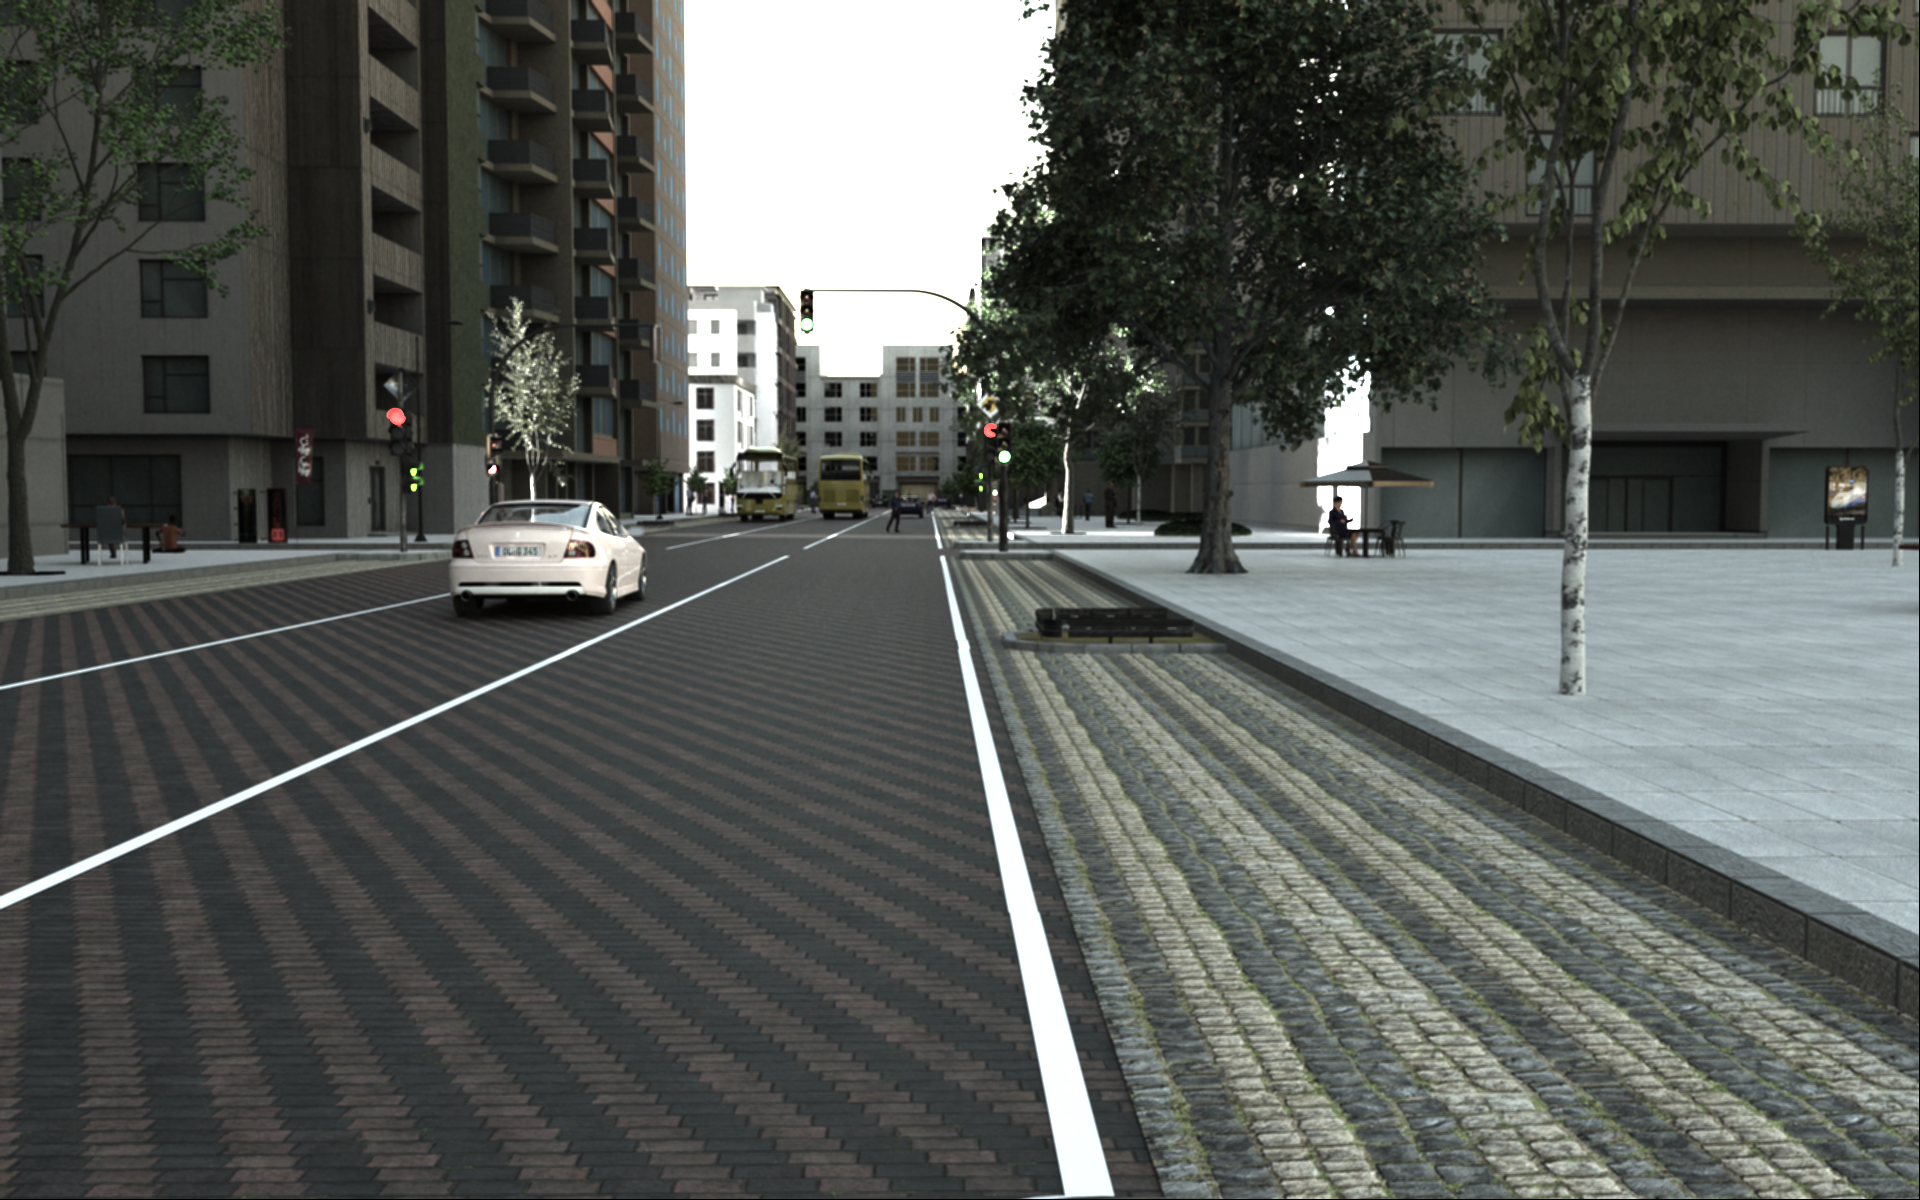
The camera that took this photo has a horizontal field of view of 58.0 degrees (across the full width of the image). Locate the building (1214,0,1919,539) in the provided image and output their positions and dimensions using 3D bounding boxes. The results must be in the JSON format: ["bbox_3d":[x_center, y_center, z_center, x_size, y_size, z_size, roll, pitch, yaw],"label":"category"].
[{"bbox_3d":[23.986,-28.770,59.633,27.495,52.752,28.713,0,4,-1],"label":"building"}]

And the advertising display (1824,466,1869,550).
[{"bbox_3d":[20.416,-2.122,39.904,0.974,1.923,0.123,0,4,-4],"label":"advertising display"}]

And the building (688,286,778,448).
[{"bbox_3d":[-24.315,-18.278,155.258,16.016,20.091,11.380,0,4,-1],"label":"building"}]

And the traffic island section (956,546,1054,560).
[{"bbox_3d":[0.987,-1.005,38.707,2.009,0.180,2.903,0,4,-1],"label":"traffic island section"}]

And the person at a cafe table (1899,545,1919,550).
[{"bbox_3d":[11.405,-0.618,18.623,1.698,1.524,1.622,-2,4,-26],"label":"person at a cafe table"}]

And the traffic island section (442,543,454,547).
[{"bbox_3d":[-12.519,-1.478,46.450,2.009,0.180,2.903,0,4,-1],"label":"traffic island section"}]

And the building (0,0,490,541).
[{"bbox_3d":[-23.100,-17.147,52.061,14.160,30.474,14.107,0,4,-1],"label":"building"}]

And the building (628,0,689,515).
[{"bbox_3d":[-25.464,-28.206,111.281,14.600,45.320,14.200,0,4,-1],"label":"building"}]

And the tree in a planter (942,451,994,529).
[{"bbox_3d":[0.381,-4.528,71.255,1.991,3.239,1.994,0,4,-1],"label":"tree in a planter"}]

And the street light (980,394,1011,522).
[{"bbox_3d":[1.640,-6.591,80.302,1.470,5.913,1.316,0,4,-1],"label":"street light"}]

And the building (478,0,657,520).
[{"bbox_3d":[-26.564,-26.078,80.999,22.147,44.769,28.867,0,4,-1],"label":"building"}]

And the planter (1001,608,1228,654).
[{"bbox_3d":[1.393,0.288,16.432,1.991,0.319,1.994,0,4,-1],"label":"planter"}]

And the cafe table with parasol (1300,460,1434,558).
[{"bbox_3d":[8.286,-1.863,35.327,2.610,1.966,2.610,1,4,19],"label":"cafe table with parasol"}]

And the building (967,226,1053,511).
[{"bbox_3d":[15.197,-18.643,148.792,27.936,21.610,32.646,0,4,-1],"label":"building"}]

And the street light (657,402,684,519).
[{"bbox_3d":[-14.628,-7.024,87.388,1.470,5.913,1.316,0,4,-1],"label":"street light"}]

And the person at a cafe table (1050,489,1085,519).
[{"bbox_3d":[5.546,-5.023,90.639,1.622,1.524,1.698,-1,4,-15],"label":"person at a cafe table"}]

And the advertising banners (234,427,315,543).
[{"bbox_3d":[-17.889,-3.001,45.255,2.074,3.025,0.090,0,4,-6],"label":"advertising banners"}]

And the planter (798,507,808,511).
[{"bbox_3d":[-14.097,-7.814,148.897,1.991,0.319,1.994,0,4,-1],"label":"planter"}]

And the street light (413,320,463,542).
[{"bbox_3d":[-13.971,-4.519,46.430,1.470,5.913,1.316,0,4,-1],"label":"street light"}]

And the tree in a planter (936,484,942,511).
[{"bbox_3d":[-1.051,-9.254,148.521,1.991,3.239,1.994,0,4,-1],"label":"tree in a planter"}]

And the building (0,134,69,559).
[{"bbox_3d":[-29.212,-35.861,24.586,20.611,71.187,20.563,0,4,-1],"label":"building"}]

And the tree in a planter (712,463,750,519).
[{"bbox_3d":[-13.188,-6.282,99.929,1.991,3.239,1.994,0,4,-1],"label":"tree in a planter"}]

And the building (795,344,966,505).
[{"bbox_3d":[-9.374,-21.210,213.241,31.486,18.905,16.747,0,4,-1],"label":"building"}]

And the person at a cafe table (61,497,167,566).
[{"bbox_3d":[-15.521,-1.278,31.757,1.698,1.238,1.726,-1,4,-21],"label":"person at a cafe table"}]

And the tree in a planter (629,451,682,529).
[{"bbox_3d":[-12.666,-4.587,72.224,1.991,3.239,1.994,0,4,-1],"label":"tree in a planter"}]

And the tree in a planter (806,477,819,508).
[{"bbox_3d":[-14.589,-10.947,176.199,1.991,3.239,1.994,0,4,-1],"label":"tree in a planter"}]

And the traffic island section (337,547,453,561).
[{"bbox_3d":[-12.372,-0.990,38.466,2.009,0.180,2.903,0,4,-1],"label":"traffic island section"}]

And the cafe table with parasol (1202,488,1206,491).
[{"bbox_3d":[14.077,-5.289,91.338,2.610,1.966,2.610,2,4,31],"label":"cafe table with parasol"}]

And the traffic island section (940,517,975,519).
[{"bbox_3d":[-0.125,-4.657,99.000,1.991,0.108,1.994,0,4,-1],"label":"traffic island section"}]

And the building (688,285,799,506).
[{"bbox_3d":[-34.197,-20.753,183.290,32.646,21.610,27.936,0,4,-1],"label":"building"}]

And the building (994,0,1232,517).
[{"bbox_3d":[18.461,-25.345,106.277,32.217,40.220,23.993,0,4,-1],"label":"building"}]

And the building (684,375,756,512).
[{"bbox_3d":[-20.542,-11.849,135.883,9.099,9.664,28.070,0,4,-1],"label":"building"}]

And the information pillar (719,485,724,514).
[{"bbox_3d":[-15.199,-6.484,110.503,0.304,2.012,0.304,0,4,-2],"label":"information pillar"}]

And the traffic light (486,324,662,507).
[{"bbox_3d":[-10.389,-4.387,46.389,4.771,5.953,1.251,0,4,-1],"label":"traffic light"}]

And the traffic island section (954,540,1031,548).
[{"bbox_3d":[0.840,-1.493,46.690,2.009,0.180,2.903,0,4,-1],"label":"traffic island section"}]
